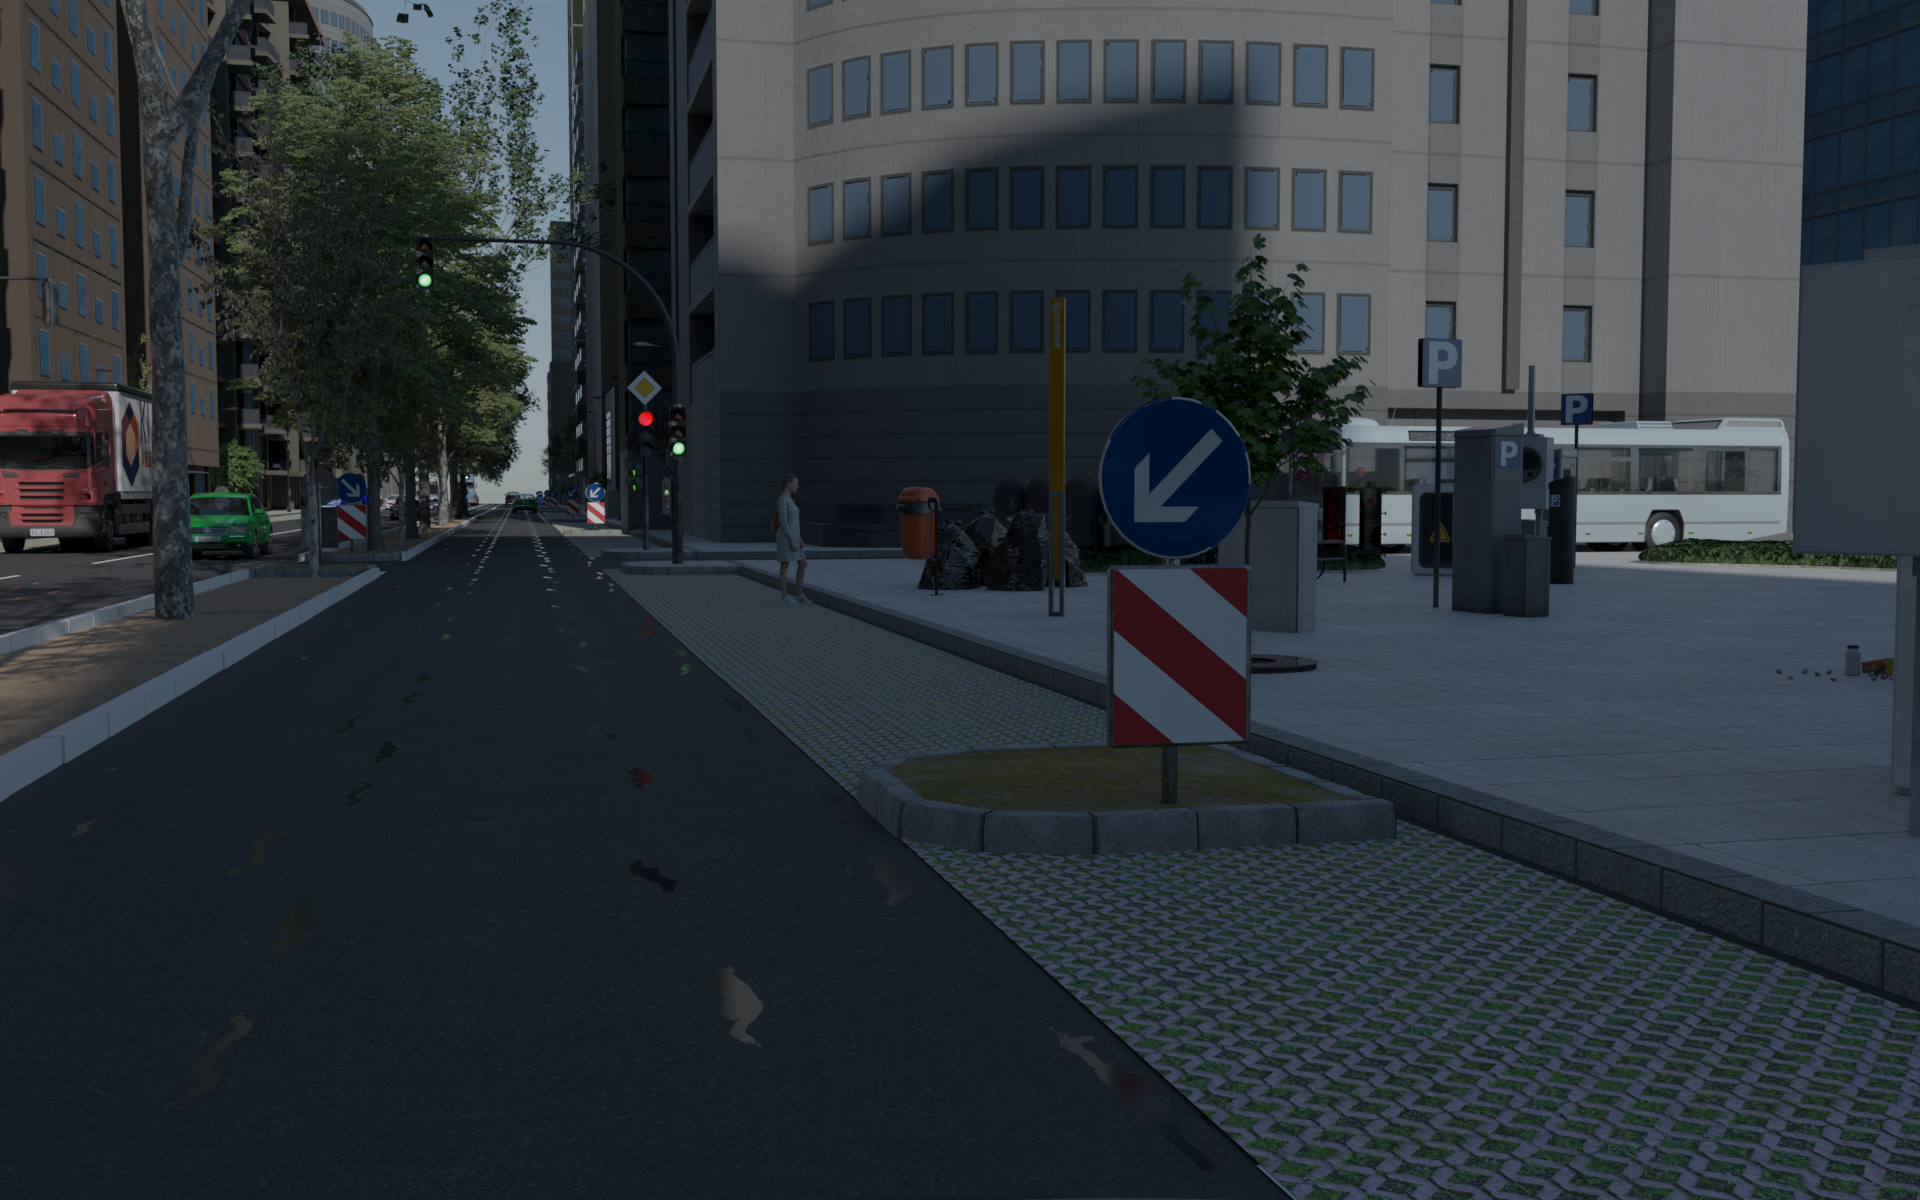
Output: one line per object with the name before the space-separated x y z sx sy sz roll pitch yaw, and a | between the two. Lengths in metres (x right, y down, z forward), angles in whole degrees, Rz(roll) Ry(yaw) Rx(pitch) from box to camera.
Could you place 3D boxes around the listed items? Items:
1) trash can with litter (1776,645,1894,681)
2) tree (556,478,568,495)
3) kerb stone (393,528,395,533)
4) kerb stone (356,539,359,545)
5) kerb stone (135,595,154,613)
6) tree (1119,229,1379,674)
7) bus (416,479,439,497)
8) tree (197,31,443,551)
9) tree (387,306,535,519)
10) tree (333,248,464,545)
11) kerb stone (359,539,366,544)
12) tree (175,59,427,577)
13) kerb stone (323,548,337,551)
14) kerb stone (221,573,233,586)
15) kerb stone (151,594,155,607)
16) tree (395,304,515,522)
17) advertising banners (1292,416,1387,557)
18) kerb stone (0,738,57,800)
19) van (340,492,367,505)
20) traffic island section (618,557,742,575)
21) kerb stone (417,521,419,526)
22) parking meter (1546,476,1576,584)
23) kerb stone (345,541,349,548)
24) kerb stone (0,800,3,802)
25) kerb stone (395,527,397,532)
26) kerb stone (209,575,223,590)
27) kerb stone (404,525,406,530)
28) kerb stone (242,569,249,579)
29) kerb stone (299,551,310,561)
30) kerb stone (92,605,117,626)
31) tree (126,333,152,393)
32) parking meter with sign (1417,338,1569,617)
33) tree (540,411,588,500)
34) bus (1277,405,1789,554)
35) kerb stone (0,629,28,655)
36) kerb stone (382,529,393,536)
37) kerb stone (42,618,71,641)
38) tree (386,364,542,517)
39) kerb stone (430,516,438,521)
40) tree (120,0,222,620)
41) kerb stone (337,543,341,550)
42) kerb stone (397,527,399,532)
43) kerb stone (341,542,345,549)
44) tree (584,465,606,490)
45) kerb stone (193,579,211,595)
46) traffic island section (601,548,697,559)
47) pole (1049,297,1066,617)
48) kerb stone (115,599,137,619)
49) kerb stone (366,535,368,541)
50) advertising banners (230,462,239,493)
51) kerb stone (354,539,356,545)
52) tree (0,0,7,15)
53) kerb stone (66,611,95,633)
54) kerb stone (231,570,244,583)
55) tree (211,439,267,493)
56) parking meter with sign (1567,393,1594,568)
trash can with litter | 6.854 -0.034 11.620 1.678 1.210 2.233 -2 4 -27
tree | -46.434 -12.734 202.805 1.663 3.219 1.824 0 3 0
kerb stone | -20.519 -2.455 62.344 0.120 0.150 1.000 -1 4 -14
kerb stone | -16.976 -1.603 48.427 0.120 0.150 1.000 -1 4 -14
kerb stone | -10.015 0.073 21.085 0.120 0.150 1.000 -1 4 -14
tree | 2.250 -1.107 12.708 1.663 3.219 1.824 0 3 0
bus | -62.952 -12.899 205.754 2.948 3.499 13.247 -1 4 -13
tree | -14.313 -7.441 42.249 7.486 12.596 7.792 0 3 0
tree | -28.362 -11.490 96.977 9.857 13.997 8.962 0 3 0
tree | -15.715 -5.847 48.411 4.737 8.622 4.395 0 3 0
kerb stone | -17.481 -1.723 50.417 0.120 0.150 1.000 -1 4 -14
tree | -10.993 -4.672 29.208 4.360 8.622 3.978 0 3 0
kerb stone | -15.462 -1.237 42.481 0.120 0.150 1.000 -1 4 -14
kerb stone | -11.537 -0.297 27.044 0.120 0.150 1.000 -1 4 -14
kerb stone | -10.265 0.008 22.083 0.120 0.150 1.000 -1 4 -14
tree | -26.097 -9.732 87.332 9.928 11.665 9.643 0 3 0
advertising banners | 7.510 -2.349 34.593 2.074 3.025 0.090 2 4 34
kerb stone | -4.694 0.832 8.678 0.120 0.150 1.000 -1 4 -14
van | -42.381 -7.171 121.636 2.240 2.365 5.245 -1 4 -15
traffic island section | -5.176 -0.585 31.846 2.009 0.180 2.903 -1 4 -14
kerb stone | -25.585 -3.670 82.226 0.120 0.150 1.000 -1 4 -14
parking meter | 8.588 -0.999 24.752 0.372 1.533 0.369 0 3 0
kerb stone | -16.217 -1.422 45.456 0.120 0.150 1.000 -1 4 -14
kerb stone | -4.435 0.887 7.687 0.120 0.150 1.000 -1 4 -14
kerb stone | -20.772 -2.506 63.341 0.120 0.150 1.000 -1 4 -14
kerb stone | -11.276 -0.236 26.055 0.120 0.150 1.000 -1 4 -14
kerb stone | -22.039 -2.821 68.321 0.120 0.150 1.000 -1 4 -14
kerb stone | -12.037 -0.416 29.031 0.120 0.150 1.000 -1 4 -14
kerb stone | -14.197 -0.935 37.516 0.120 0.150 1.000 -1 4 -14
kerb stone | -9.501 0.189 19.098 0.120 0.150 1.000 -1 4 -14
tree | -35.796 -7.584 74.353 4.737 8.622 4.395 0 3 0
parking meter with sign | 5.698 -1.375 18.738 0.543 3.016 1.738 -1 4 -22
tree | -43.617 -15.873 193.930 7.601 10.594 8.767 2 4 29
bus | 13.234 -2.830 41.130 13.247 3.499 2.948 -1 4 -16
kerb stone | -8.744 0.372 16.106 0.120 0.150 1.000 -1 4 -14
kerb stone | -20.268 -2.393 61.352 0.120 0.150 1.000 -1 4 -14
kerb stone | -9.003 0.315 17.108 0.120 0.150 1.000 -1 4 -14
tree | -30.658 -11.443 106.561 9.611 12.733 9.660 0 3 0
kerb stone | -28.875 -4.458 95.130 0.120 0.150 1.000 -1 4 -14
tree | -7.596 -9.806 18.682 12.611 20.169 13.585 0 3 0
kerb stone | -15.711 -1.301 43.473 0.120 0.150 1.000 -1 4 -14
kerb stone | -21.025 -2.576 64.334 0.120 0.150 1.000 -1 4 -14
kerb stone | -15.964 -1.358 44.463 0.120 0.150 1.000 -1 4 -14
tree | -24.083 -7.360 114.939 1.663 3.219 1.824 0 3 0
kerb stone | -11.025 -0.174 25.064 0.120 0.150 1.000 -1 4 -14
traffic island section | -7.147 -1.058 39.585 2.009 0.180 2.903 -1 4 -14
pole | 1.017 -1.484 18.107 0.158 3.312 0.155 0 3 0
kerb stone | -9.748 0.129 20.090 0.120 0.150 1.000 -1 4 -14
kerb stone | -17.737 -1.781 51.413 0.120 0.150 1.000 -1 4 -14
advertising banners | -40.559 -6.159 96.895 0.090 3.025 2.074 -1 4 -12
kerb stone | -16.725 -1.544 47.436 0.120 0.150 1.000 -1 4 -14
tree | -5.400 -5.668 5.505 12.009 13.543 11.850 0 3 0
kerb stone | -9.251 0.251 18.099 0.120 0.150 1.000 -1 4 -14
kerb stone | -11.782 -0.357 28.040 0.120 0.150 1.000 -1 4 -14
tree | -43.929 -7.381 104.388 4.285 4.588 4.351 0 3 0
parking meter with sign | 10.119 -2.030 29.450 0.543 3.016 1.738 3 5 43
